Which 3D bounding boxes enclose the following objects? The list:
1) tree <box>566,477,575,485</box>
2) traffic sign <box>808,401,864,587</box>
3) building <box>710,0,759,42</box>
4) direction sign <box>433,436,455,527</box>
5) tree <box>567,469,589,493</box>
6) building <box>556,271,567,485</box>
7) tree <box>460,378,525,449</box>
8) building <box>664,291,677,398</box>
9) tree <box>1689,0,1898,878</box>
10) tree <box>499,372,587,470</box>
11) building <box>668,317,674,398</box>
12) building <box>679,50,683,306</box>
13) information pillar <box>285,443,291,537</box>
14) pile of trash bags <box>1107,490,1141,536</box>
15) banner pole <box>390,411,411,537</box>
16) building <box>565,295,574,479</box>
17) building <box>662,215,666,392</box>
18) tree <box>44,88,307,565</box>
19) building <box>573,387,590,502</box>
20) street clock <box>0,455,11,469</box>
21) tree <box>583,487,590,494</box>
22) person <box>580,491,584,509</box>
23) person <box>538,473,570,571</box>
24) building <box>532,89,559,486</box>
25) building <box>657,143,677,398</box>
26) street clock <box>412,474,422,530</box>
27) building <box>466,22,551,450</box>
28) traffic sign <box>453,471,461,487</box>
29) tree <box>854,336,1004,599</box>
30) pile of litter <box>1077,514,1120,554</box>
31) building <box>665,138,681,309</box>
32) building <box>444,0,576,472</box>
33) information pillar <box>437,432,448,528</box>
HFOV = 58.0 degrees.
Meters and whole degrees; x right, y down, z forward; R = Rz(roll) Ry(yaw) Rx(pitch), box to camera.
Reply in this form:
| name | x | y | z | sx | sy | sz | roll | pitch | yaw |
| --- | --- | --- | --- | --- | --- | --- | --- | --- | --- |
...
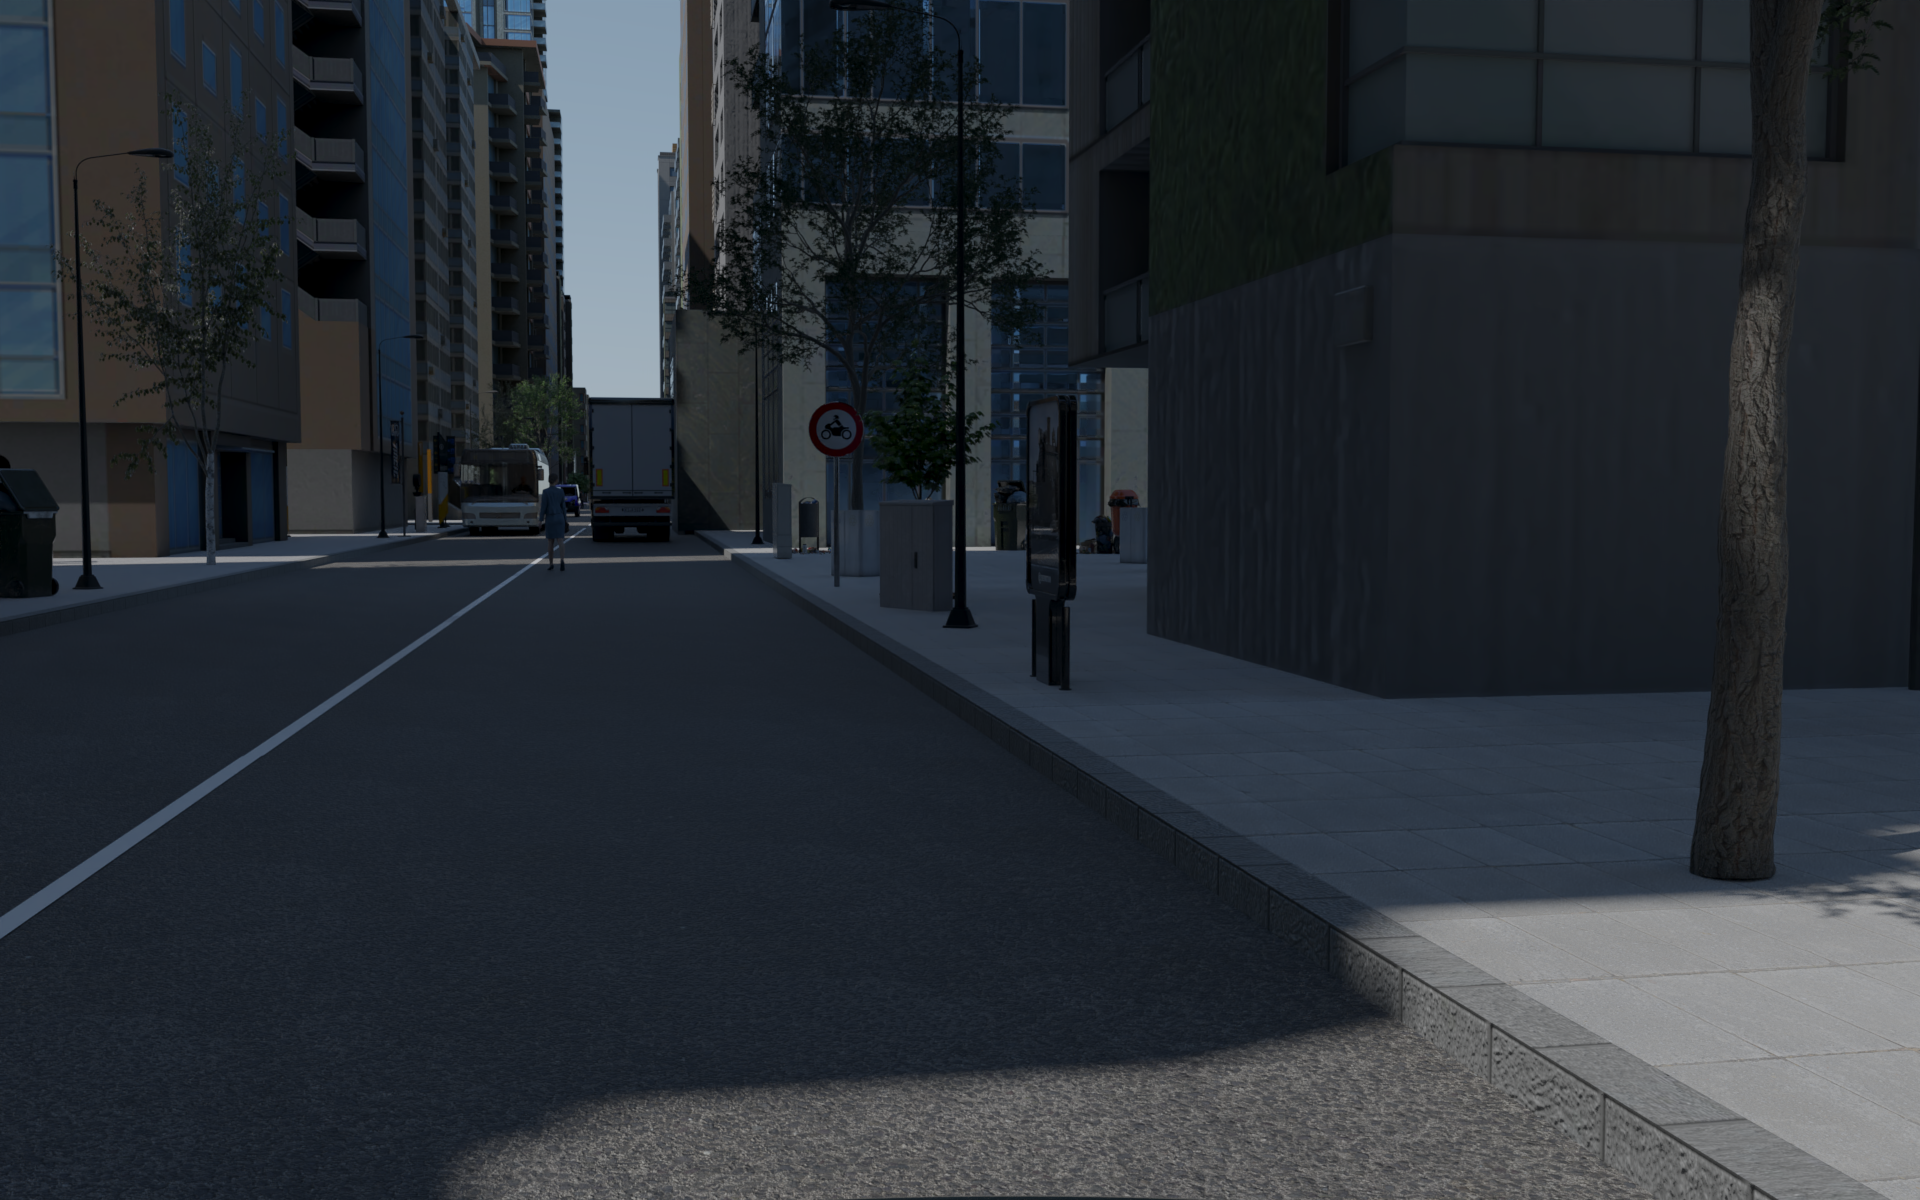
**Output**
| name | x | y | z | sx | sy | sz | roll | pitch | yaw |
| --- | --- | --- | --- | --- | --- | --- | --- | --- | --- |
| tree | -44.795 | -12.518 | 199.274 | 1.663 | 3.219 | 1.824 | 0 | 3 | 0 |
| traffic sign | -1.703 | -1.455 | 23.903 | 0.768 | 2.556 | 0.104 | 0 | 4 | -3 |
| building | -5.297 | -24.746 | 88.190 | 14.086 | 41.232 | 14.154 | -1 | 4 | -11 |
| direction sign | -20.010 | -4.604 | 67.267 | 0.876 | 3.537 | 0.379 | -3 | 4 | -39 |
| tree | -49.820 | -14.817 | 225.968 | 4.285 | 4.588 | 4.351 | 0 | 3 | 0 |
| building | -56.646 | -27.065 | 214.209 | 14.160 | 30.474 | 14.107 | -1 | 4 | -11 |
| tree | -29.210 | -9.731 | 109.464 | 4.360 | 8.622 | 3.978 | 0 | 3 | 0 |
| building | -35.144 | -29.105 | 247.564 | 14.160 | 30.474 | 14.107 | -1 | 4 | -11 |
| tree | 2.956 | -4.351 | 5.543 | 7.601 | 10.594 | 8.767 | 0 | 4 | -5 |
| tree | -35.618 | -13.549 | 147.273 | 9.928 | 11.665 | 9.643 | 0 | 3 | 0 |
| building | -16.915 | -20.828 | 185.584 | 27.650 | 21.520 | 28.899 | -1 | 4 | -11 |
| building | -19.106 | -29.290 | 162.486 | 14.154 | 41.232 | 14.086 | -1 | 4 | -11 |
| information pillar | -20.187 | -3.680 | 51.522 | 0.183 | 3.616 | 0.504 | 1 | 4 | 17 |
| pile of trash bags | 4.495 | -1.525 | 34.693 | 3.447 | 1.369 | 1.912 | -2 | 4 | -27 |
| banner pole | -16.826 | -3.787 | 51.936 | 0.401 | 3.779 | 0.863 | 1 | 4 | 15 |
| building | -61.084 | -28.663 | 240.337 | 14.160 | 30.474 | 14.107 | -1 | 4 | -11 |
| building | -34.869 | -39.759 | 269.675 | 23.786 | 49.044 | 30.456 | -1 | 4 | -11 |
| tree | -13.776 | -4.948 | 31.269 | 4.360 | 8.622 | 3.978 | 0 | 3 | 0 |
| building | -76.774 | -27.328 | 291.848 | 27.650 | 21.520 | 28.899 | -1 | 4 | -11 |
| street clock | -17.477 | -1.641 | 31.408 | 0.471 | 2.002 | 0.358 | -3 | 5 | -41 |
| tree | -57.226 | -16.535 | 264.943 | 1.663 | 3.219 | 1.824 | 0 | 3 | 0 |
| person | -37.209 | -9.833 | 169.792 | 0.750 | 1.759 | 0.617 | 2 | 4 | 25 |
| person | -7.577 | -1.456 | 32.327 | 0.581 | 1.822 | 0.654 | -1 | 4 | -21 |
| building | -51.105 | -32.729 | 185.229 | 14.600 | 45.320 | 14.200 | -1 | 4 | -11 |
| building | -41.124 | -46.239 | 298.005 | 21.231 | 58.520 | 28.212 | -1 | 4 | -11 |
| street clock | -19.507 | -3.528 | 62.247 | 0.358 | 2.002 | 0.471 | 0 | 4 | -8 |
| building | -50.466 | -31.124 | 163.498 | 22.147 | 44.769 | 28.867 | -1 | 4 | -11 |
| traffic sign | -20.154 | -4.071 | 70.202 | 0.795 | 2.450 | 0.064 | -1 | 4 | -11 |
| tree | -0.569 | -1.640 | 21.417 | 1.663 | 3.219 | 1.824 | 0 | 3 | 0 |
| pile of litter | 3.067 | -1.429 | 37.330 | 1.719 | 0.858 | 1.176 | 1 | 4 | 17 |
| building | -23.627 | -36.348 | 213.899 | 23.786 | 49.044 | 30.456 | -1 | 4 | -11 |
| building | -69.547 | -57.982 | 260.681 | 22.319 | 86.520 | 31.000 | -1 | 4 | -11 |
| information pillar | -19.469 | -4.515 | 65.169 | 0.183 | 3.616 | 0.504 | 1 | 4 | 20 |
